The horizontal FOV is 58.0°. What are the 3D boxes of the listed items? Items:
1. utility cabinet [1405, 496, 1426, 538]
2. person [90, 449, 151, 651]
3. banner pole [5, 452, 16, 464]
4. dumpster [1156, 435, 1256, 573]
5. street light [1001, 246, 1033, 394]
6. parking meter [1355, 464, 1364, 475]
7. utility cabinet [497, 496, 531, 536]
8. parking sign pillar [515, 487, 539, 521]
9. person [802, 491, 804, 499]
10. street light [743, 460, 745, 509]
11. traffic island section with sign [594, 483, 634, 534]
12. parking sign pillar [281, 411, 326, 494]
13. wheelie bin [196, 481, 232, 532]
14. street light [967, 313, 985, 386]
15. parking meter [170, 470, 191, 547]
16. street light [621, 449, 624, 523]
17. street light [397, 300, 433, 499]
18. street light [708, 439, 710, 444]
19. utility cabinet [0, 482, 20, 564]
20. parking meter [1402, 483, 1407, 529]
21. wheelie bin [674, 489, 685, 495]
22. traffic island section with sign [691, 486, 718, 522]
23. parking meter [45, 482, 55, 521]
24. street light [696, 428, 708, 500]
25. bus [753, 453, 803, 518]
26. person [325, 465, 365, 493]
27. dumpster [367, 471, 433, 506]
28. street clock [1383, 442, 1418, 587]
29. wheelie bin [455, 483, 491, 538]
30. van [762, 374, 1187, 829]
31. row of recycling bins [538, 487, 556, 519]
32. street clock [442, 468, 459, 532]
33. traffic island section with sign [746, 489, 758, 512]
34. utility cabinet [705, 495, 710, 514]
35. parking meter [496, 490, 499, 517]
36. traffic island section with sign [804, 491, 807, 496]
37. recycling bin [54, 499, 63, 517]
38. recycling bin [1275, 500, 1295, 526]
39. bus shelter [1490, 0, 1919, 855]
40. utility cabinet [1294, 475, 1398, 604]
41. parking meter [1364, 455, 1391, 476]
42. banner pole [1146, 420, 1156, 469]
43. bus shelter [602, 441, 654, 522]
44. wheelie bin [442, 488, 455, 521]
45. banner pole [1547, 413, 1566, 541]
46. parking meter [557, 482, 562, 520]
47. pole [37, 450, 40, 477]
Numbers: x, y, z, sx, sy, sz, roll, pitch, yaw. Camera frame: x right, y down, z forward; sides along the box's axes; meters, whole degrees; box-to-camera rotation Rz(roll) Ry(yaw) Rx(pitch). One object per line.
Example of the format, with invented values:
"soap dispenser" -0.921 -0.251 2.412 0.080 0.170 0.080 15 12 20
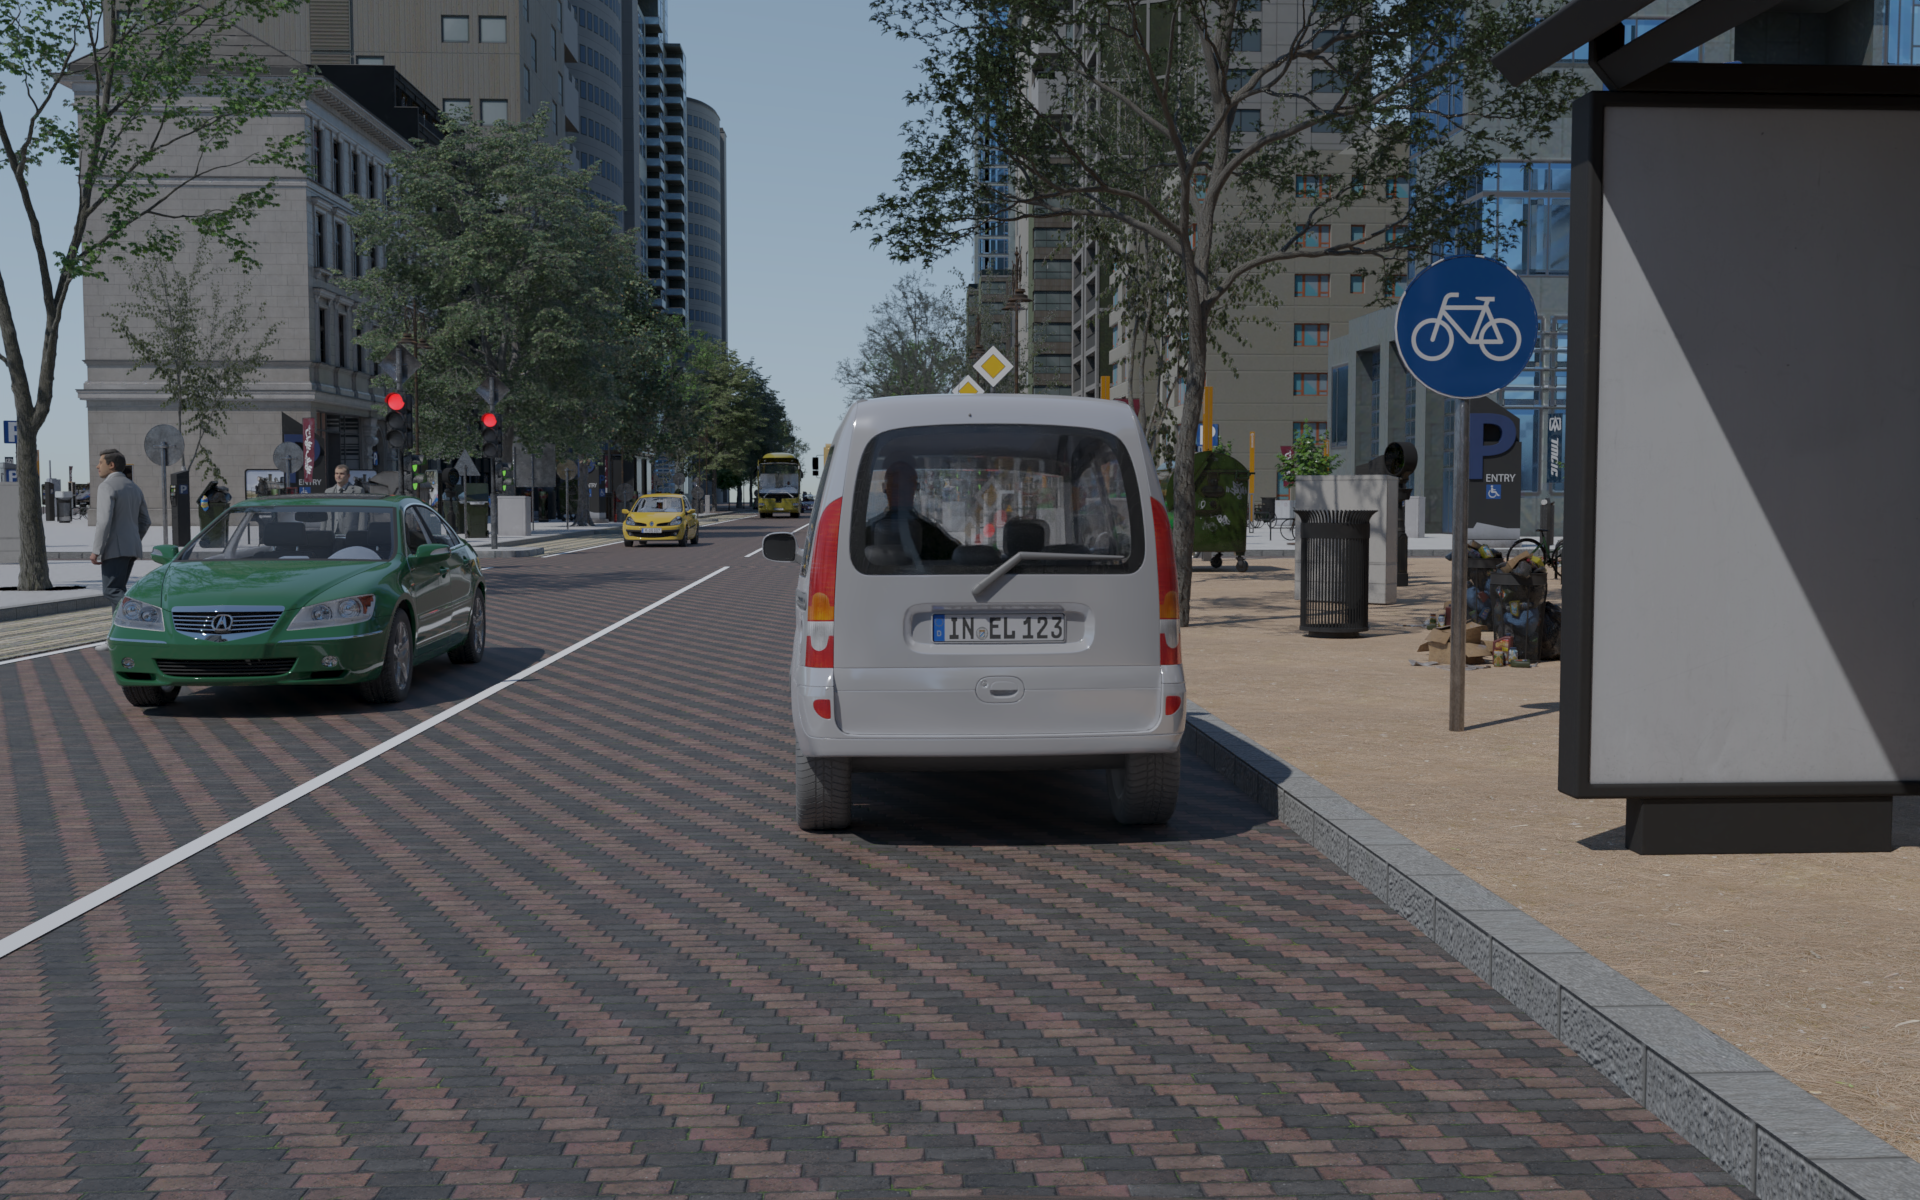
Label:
"utility cabinet" 13.161 -2.424 50.801 0.306 1.237 1.020 -2 4 -34
"person" -7.557 -0.451 15.721 0.795 1.843 0.661 1 4 9
"banner pole" -55.850 -6.858 102.139 0.863 3.779 0.401 -1 4 -19
"dumpster" 4.041 -1.623 29.027 1.502 2.255 1.985 0 4 -3
"street light" 1.061 -3.653 32.510 0.468 5.910 1.993 0 4 -3
"parking meter" 7.120 -1.512 30.430 0.399 1.863 0.255 1 4 23
"utility cabinet" -13.671 -2.568 53.152 1.020 1.237 0.306 1 4 20
"parking sign pillar" -20.949 -5.812 83.500 1.447 3.967 1.447 2 4 28
"person" -21.257 -13.880 235.417 0.705 1.826 1.348 1 4 10
"street light" -19.009 -10.972 152.175 0.468 5.910 1.993 0 4 -3
"traffic island section with sign" -12.081 -3.294 62.486 1.989 1.847 2.006 0 4 -3
"parking sign pillar" -21.428 -4.166 56.590 1.447 3.967 1.447 -1 4 -22
"wheelie bin" -17.776 -2.044 41.327 0.693 1.594 0.980 -1 4 -10
"street light" 0.459 -4.383 44.444 0.468 5.910 1.993 0 4 -3
"parking meter" -18.933 -2.223 42.056 0.255 1.863 0.399 2 4 33
"street light" -14.890 -6.337 76.393 0.468 5.910 1.993 0 4 -3
"street light" -12.965 -4.194 41.358 0.468 5.910 1.993 0 4 -3
"street light" -17.103 -8.813 116.886 0.468 5.910 1.993 0 4 -3
"utility cabinet" -17.423 -1.401 31.590 1.173 1.500 0.318 -2 4 -25
"parking meter" 6.177 -1.000 24.768 0.372 1.533 0.369 0 3 0
"wheelie bin" -16.193 -5.612 99.667 0.693 1.594 0.980 -2 4 -28
"traffic island section with sign" -13.560 -4.961 89.734 1.989 1.847 2.006 0 4 -3
"parking meter" -43.175 -4.676 82.167 0.255 1.863 0.399 0 4 8
"street light" -16.753 -8.480 111.432 0.468 5.910 1.993 0 4 -3
"bus" -11.096 -7.061 106.992 2.896 3.916 12.252 0 4 -5
"person" -8.016 -0.843 22.383 0.694 1.812 0.767 0 4 5
"dumpster" -14.353 -2.363 44.397 1.264 1.857 1.865 0 4 -3
"street clock" 6.090 -1.188 23.986 0.358 2.002 0.471 -2 4 -24
"wheelie bin" -14.130 -2.607 50.537 0.980 1.594 0.693 -1 4 -19
"van" -0.012 -0.111 8.821 2.013 2.044 4.112 0 4 -5
"row of recycling bins" -21.566 -4.869 86.728 1.069 1.692 3.534 2 4 24
"street clock" -14.152 -2.666 48.163 0.358 2.002 0.471 2 4 24
"traffic island section with sign" -16.311 -8.050 140.245 1.989 1.847 2.006 0 4 -3
"utility cabinet" -16.555 -6.258 113.476 0.306 1.237 1.020 -1 4 -10
"parking meter" -25.859 -5.411 96.887 0.372 1.533 0.369 0 3 0
"traffic island section with sign" -22.261 -14.735 249.541 1.989 1.847 2.006 0 4 -3
"recycling bin" -50.944 -5.192 97.439 0.722 1.027 0.722 3 5 45
"recycling bin" 13.152 -3.490 69.614 0.722 1.027 0.722 -3 5 -44
"bus shelter" 3.085 -0.594 3.639 2.014 3.302 5.546 0 4 -3
"utility cabinet" 4.540 -0.715 20.365 1.173 1.500 0.318 3 5 40
"parking meter" 6.295 -1.235 25.903 0.255 1.863 0.399 -1 4 -19
"banner pole" 6.364 -4.172 58.229 0.863 3.779 0.401 -3 4 -36
"bus shelter" -16.287 -6.477 83.535 2.179 5.291 8.768 0 4 -3
"wheelie bin" -16.205 -2.918 55.625 0.693 1.594 0.980 1 4 21
"banner pole" 16.294 -3.491 47.088 0.401 3.779 0.863 -2 4 -35
"parking meter" -20.067 -4.963 86.850 0.255 1.863 0.399 -1 4 -8
"pole" -42.449 -5.255 79.757 0.158 3.312 0.155 0 3 0
